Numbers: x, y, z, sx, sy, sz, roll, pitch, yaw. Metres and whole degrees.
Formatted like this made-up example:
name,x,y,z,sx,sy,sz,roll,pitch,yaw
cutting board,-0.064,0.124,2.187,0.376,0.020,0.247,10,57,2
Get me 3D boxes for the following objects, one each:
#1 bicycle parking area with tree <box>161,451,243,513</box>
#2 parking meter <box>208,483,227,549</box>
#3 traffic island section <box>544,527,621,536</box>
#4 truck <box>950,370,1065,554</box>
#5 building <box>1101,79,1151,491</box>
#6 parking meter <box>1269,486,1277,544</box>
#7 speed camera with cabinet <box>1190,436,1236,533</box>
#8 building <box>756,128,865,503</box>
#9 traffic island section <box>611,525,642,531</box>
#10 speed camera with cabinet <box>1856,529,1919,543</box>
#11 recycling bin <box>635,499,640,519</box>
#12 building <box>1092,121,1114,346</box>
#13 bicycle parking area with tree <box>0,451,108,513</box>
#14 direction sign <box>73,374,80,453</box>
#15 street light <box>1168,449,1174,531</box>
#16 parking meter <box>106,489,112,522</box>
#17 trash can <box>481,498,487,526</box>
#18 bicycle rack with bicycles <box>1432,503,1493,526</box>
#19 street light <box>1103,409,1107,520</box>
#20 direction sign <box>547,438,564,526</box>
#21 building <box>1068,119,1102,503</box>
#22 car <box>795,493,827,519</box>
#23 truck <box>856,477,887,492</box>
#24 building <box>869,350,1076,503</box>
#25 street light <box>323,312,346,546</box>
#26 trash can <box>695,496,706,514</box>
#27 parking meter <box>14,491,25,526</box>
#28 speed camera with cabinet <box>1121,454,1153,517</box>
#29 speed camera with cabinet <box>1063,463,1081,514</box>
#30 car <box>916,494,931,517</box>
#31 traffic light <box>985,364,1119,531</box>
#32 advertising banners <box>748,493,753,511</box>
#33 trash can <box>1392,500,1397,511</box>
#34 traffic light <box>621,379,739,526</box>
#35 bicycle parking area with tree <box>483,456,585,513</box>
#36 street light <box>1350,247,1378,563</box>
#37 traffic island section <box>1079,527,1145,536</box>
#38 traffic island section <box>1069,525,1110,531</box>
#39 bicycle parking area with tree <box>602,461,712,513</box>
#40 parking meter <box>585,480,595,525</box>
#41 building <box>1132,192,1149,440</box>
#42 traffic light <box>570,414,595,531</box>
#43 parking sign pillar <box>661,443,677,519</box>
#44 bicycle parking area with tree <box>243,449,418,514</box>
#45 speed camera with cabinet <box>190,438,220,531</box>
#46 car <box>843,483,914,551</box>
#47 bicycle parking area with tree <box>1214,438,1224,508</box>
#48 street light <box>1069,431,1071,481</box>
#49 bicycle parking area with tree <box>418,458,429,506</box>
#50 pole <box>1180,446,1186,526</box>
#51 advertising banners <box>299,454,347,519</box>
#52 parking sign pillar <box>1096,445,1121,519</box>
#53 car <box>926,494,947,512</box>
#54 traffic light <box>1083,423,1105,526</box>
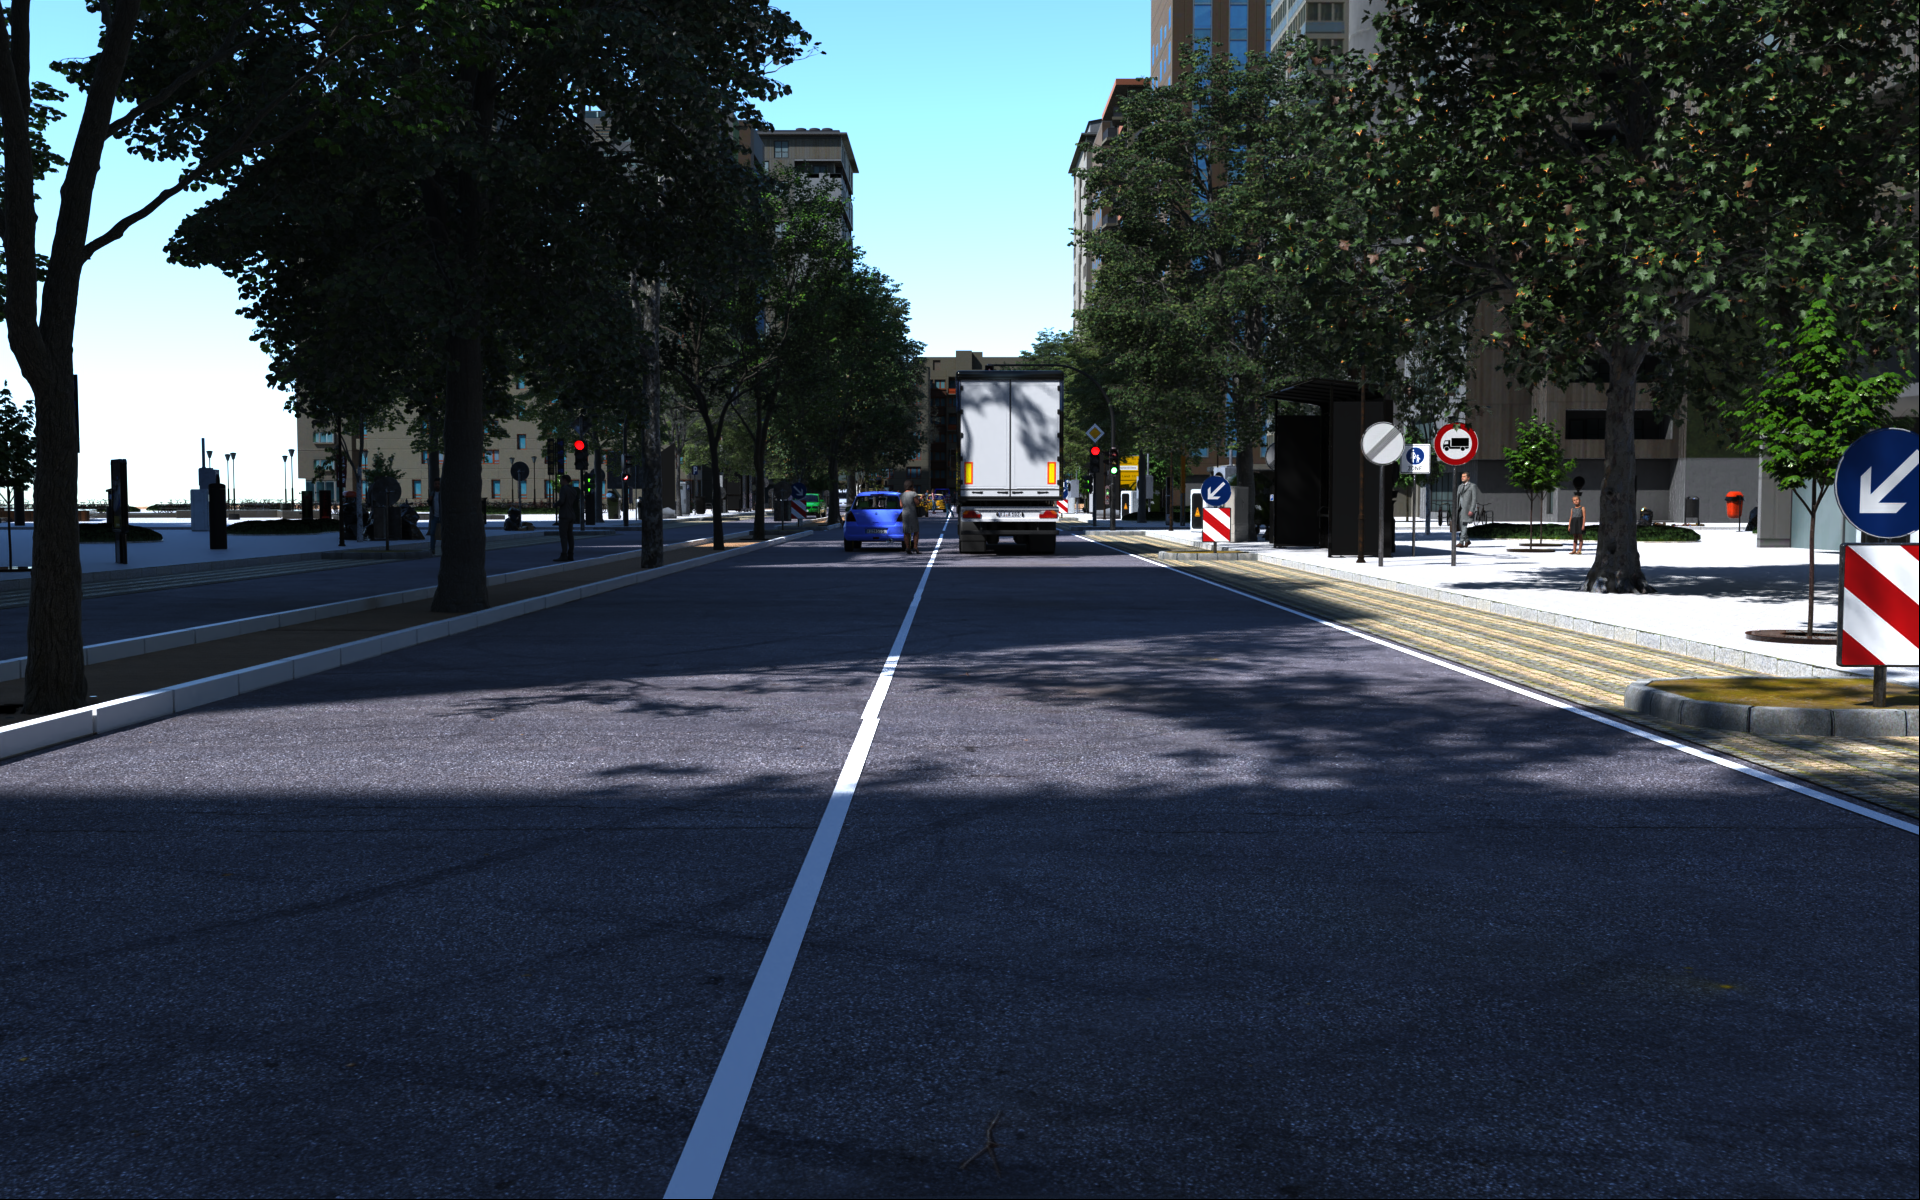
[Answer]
name,x,y,z,sx,sy,sz,roll,pitch,yaw
bicycle parking area with tree,-50.133,-7.973,117.355,9.016,4.147,8.231,0,4,7
parking meter,-17.293,-1.954,40.352,0.372,1.533,0.369,0,3,0
traffic island section,-13.268,-2.355,60.788,2.009,0.180,2.903,0,3,0
truck,1.132,-3.424,44.896,2.839,4.237,11.283,0,3,0
building,26.285,-32.233,181.640,22.147,44.769,28.867,0,3,0
parking meter,8.214,-2.231,44.881,0.372,1.533,0.369,0,3,0
speed camera with cabinet,8.396,-3.847,57.228,0.660,3.252,2.038,-2,4,-25
building,-26.809,-40.335,248.708,27.495,52.752,28.713,0,3,0
traffic island section,-13.277,-2.844,68.773,2.009,0.180,2.903,0,3,0
speed camera with cabinet,7.449,-1.129,12.788,0.660,3.252,2.038,0,4,-2
recycling bin,-16.170,-4.649,88.569,0.722,1.027,0.722,-1,4,-22
building,22.929,-33.853,203.601,14.600,45.320,14.200,0,3,0
bicycle parking area with tree,-58.792,-7.680,112.563,9.016,4.147,8.231,1,4,10
direction sign,-17.085,-2.511,33.047,0.876,3.537,0.379,2,4,27
street light,7.372,-5.354,60.329,0.468,5.910,1.993,0,3,0
parking meter,-29.128,-3.125,59.506,0.372,1.533,0.369,0,3,0
trash can,-19.427,-3.562,69.886,0.748,1.137,0.748,0,3,0
bicycle rack with bicycles,20.119,-3.420,69.293,2.852,0.926,2.925,2,4,26
street light,7.289,-6.998,87.197,0.468,5.910,1.993,0,3,0
direction sign,-16.447,-4.803,70.526,0.876,3.537,0.379,2,4,30
building,30.068,-40.350,248.961,27.495,52.752,28.713,0,3,0
car,-8.874,-5.668,101.469,1.959,1.807,4.718,0,4,2
truck,-9.886,-12.148,194.548,3.469,3.379,9.791,0,4,-2
building,1.388,-24.733,249.422,28.899,21.520,27.650,0,3,0
street light,-15.222,-4.263,42.482,0.468,5.910,1.993,0,3,0
trash can,-16.580,-6.056,110.671,0.748,1.137,0.748,0,3,0
parking meter,-38.240,-3.791,70.396,0.372,1.533,0.369,0,3,0
speed camera with cabinet,8.694,-5.555,85.163,0.660,3.252,2.038,-2,4,-29
speed camera with cabinet,7.196,-7.213,112.266,0.660,3.252,2.038,-1,4,-11
car,-2.807,-5.991,108.180,2.015,1.641,3.980,0,4,-1
traffic light,3.242,-5.253,60.547,4.771,5.953,1.251,0,3,0
advertising banners,-16.749,-8.255,131.151,2.074,3.025,0.090,-1,4,-16
trash can,9.497,-1.685,39.210,0.748,1.137,0.748,0,3,0
traffic light,-11.145,-5.750,68.676,4.771,5.953,1.251,0,3,0
bicycle parking area with tree,-33.638,-8.995,134.063,9.016,4.147,8.231,-1,4,-19
street light,7.494,-3.633,32.196,0.468,5.910,1.993,0,3,0
traffic island section,5.374,-2.356,60.805,2.009,0.180,2.903,0,3,0
traffic island section,5.365,-2.845,68.790,2.009,0.180,2.903,0,3,0
bicycle parking area with tree,-22.976,-8.812,131.078,8.231,4.147,9.016,-1,4,-9
parking meter,-15.314,-4.035,71.677,0.255,1.863,0.399,2,4,24
building,22.710,-23.787,160.625,14.160,30.474,14.107,0,3,0
traffic light,-13.228,-4.387,60.654,0.839,4.253,0.868,0,3,0
parking sign pillar,-15.551,-6.243,90.537,1.447,3.967,1.447,-1,4,-10
bicycle parking area with tree,-41.091,-7.693,112.790,8.231,4.147,9.016,-3,4,-36
speed camera with cabinet,-26.352,-4.046,60.483,0.660,3.252,2.038,-1,4,-12
car,-2.022,-2.138,44.543,1.945,1.707,3.694,0,4,1
bicycle parking area with tree,15.886,-6.235,88.950,8.231,4.147,9.016,1,4,20
street light,7.334,-8.705,115.119,0.468,5.910,1.993,0,3,0
bicycle parking area with tree,-43.667,-9.190,137.253,9.016,4.147,8.231,2,4,29
pole,8.963,-4.636,69.645,0.158,3.312,0.155,0,3,0
advertising banners,-25.952,-4.557,70.700,2.074,3.025,0.090,0,4,3
parking sign pillar,7.643,-6.190,89.683,1.447,3.967,1.447,1,4,14
car,-1.936,-7.749,136.925,2.015,1.641,3.980,0,4,-2
traffic light,5.324,-4.878,68.676,0.839,4.253,0.868,0,3,0
